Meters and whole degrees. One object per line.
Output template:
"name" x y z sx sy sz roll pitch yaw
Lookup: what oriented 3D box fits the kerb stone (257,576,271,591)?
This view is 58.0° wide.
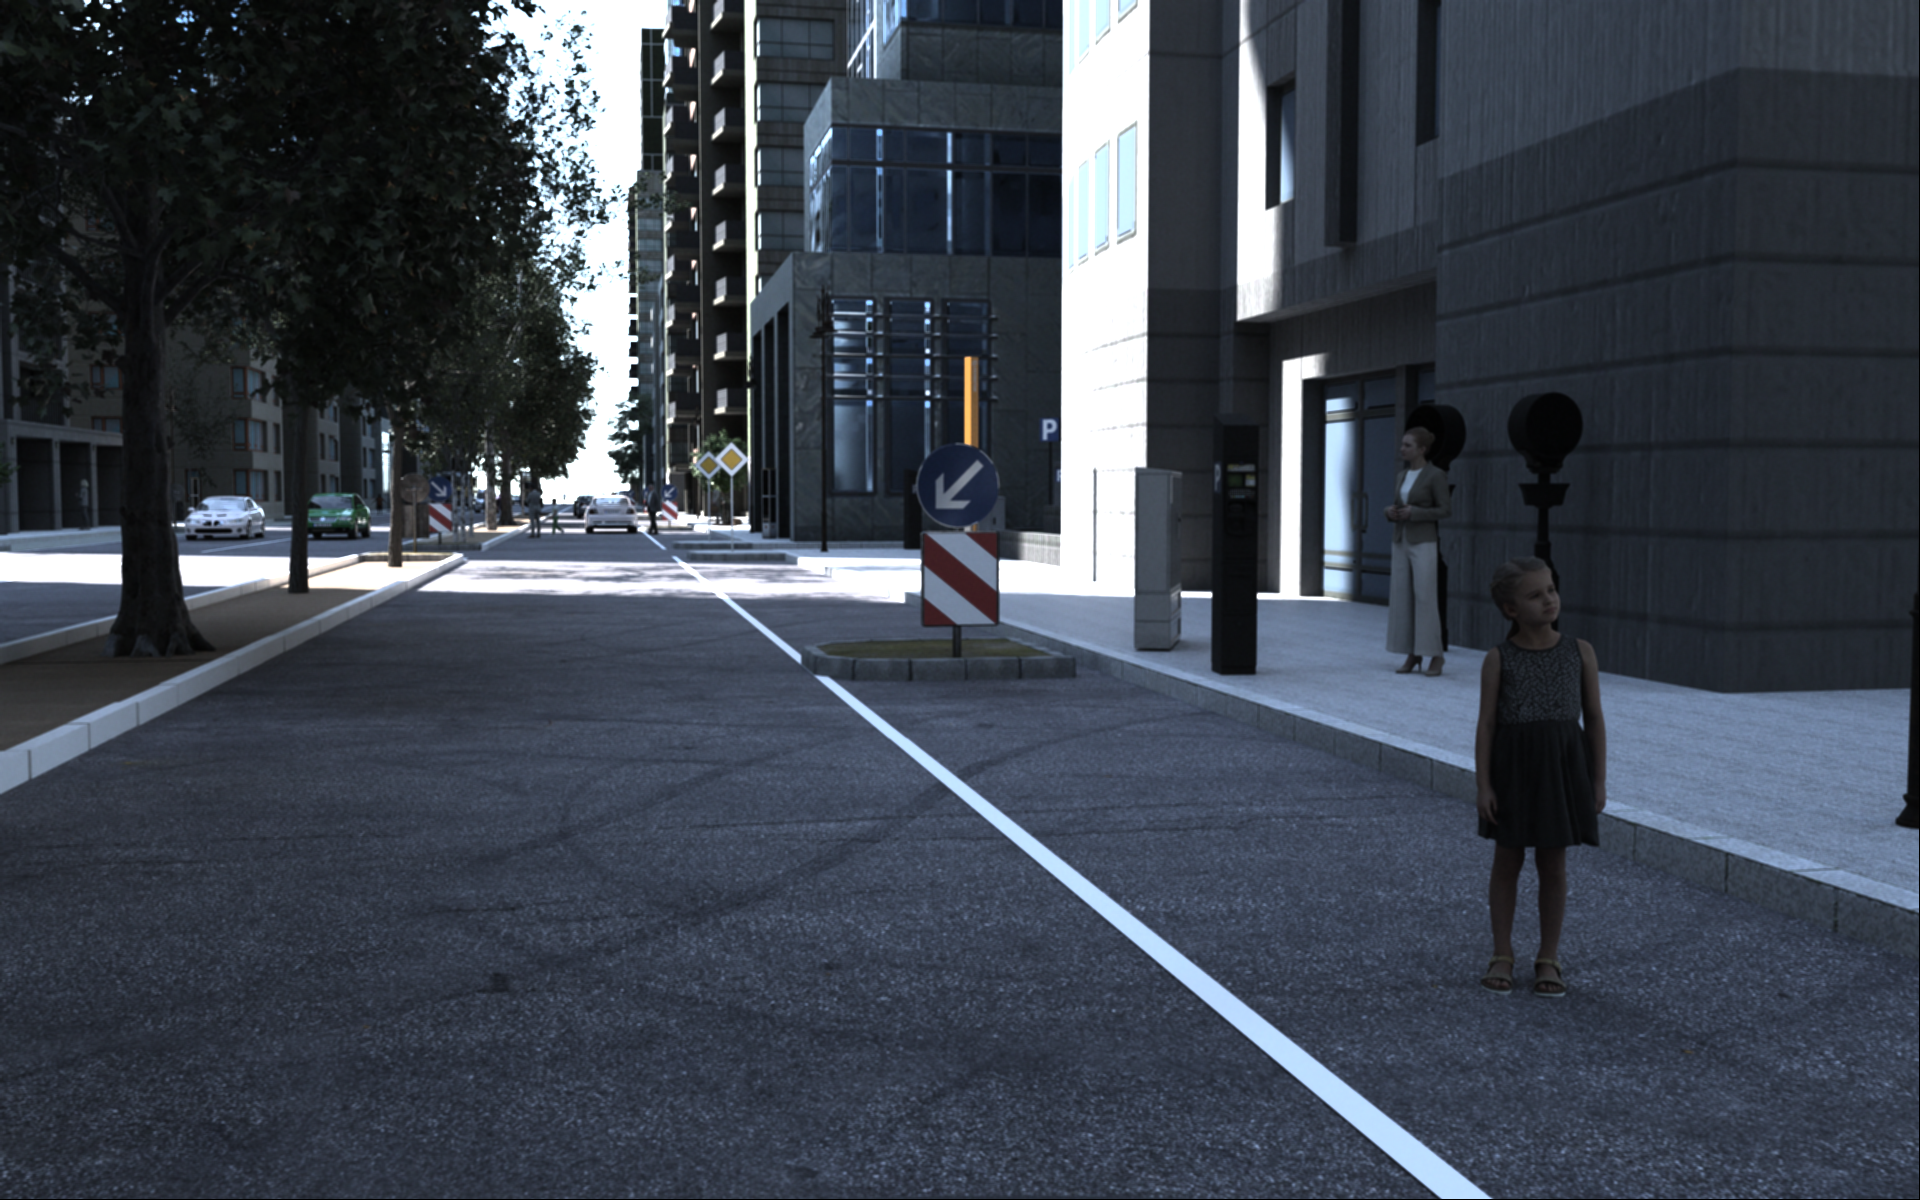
"kerb stone" -10.460 -0.219 25.812 0.120 0.150 1.000 -1 4 -12

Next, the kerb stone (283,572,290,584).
"kerb stone" -10.878 -0.344 27.818 0.120 0.150 1.000 -1 4 -12

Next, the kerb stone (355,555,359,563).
"kerb stone" -12.560 -0.835 35.855 0.120 0.150 1.000 -1 4 -12

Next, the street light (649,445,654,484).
"street light" -29.021 -11.640 163.102 0.468 5.910 1.993 -1 4 -12

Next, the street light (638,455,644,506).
"street light" -39.447 -14.679 212.792 0.468 5.910 1.993 -1 4 -12

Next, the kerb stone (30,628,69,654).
"kerb stone" -8.359 0.394 15.780 0.120 0.150 1.000 -1 4 -12

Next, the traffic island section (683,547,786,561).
"traffic island section" -5.016 -0.991 38.492 2.009 0.180 2.903 -1 4 -12

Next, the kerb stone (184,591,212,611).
"kerb stone" -9.618 0.024 21.803 0.120 0.150 1.000 -1 4 -12

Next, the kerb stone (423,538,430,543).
"kerb stone" -15.616 -1.726 50.440 0.120 0.150 1.000 -1 4 -12

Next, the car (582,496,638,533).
"car" -13.040 -3.197 64.639 2.083 1.381 4.827 -1 4 -13

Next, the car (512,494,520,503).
"car" -62.404 -14.169 243.657 2.014 1.417 4.499 -1 4 -10

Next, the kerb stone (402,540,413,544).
"kerb stone" -14.784 -1.478 46.438 0.120 0.150 1.000 -1 4 -12

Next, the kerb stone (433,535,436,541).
"kerb stone" -16.040 -1.845 52.440 0.120 0.150 1.000 -1 4 -12

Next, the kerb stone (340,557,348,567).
"kerb stone" -12.138 -0.713 33.850 0.120 0.150 1.000 -1 4 -12

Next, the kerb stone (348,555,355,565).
"kerb stone" -12.352 -0.774 34.850 0.120 0.150 1.000 -1 4 -12

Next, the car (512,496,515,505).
"car" -59.413 -13.162 227.004 2.131 1.459 4.920 -1 4 -13

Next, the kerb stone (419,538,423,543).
"kerb stone" -15.206 -1.604 48.437 0.120 0.150 1.000 -1 4 -12

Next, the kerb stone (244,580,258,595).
"kerb stone" -10.254 -0.160 24.811 0.120 0.150 1.000 -1 4 -12

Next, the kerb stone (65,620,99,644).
"kerb stone" -8.570 0.331 16.780 0.120 0.150 1.000 -1 4 -12

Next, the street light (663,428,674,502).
"street light" -19.962 -8.960 119.285 0.468 5.910 1.993 -1 4 -12

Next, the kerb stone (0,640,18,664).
"kerb stone" -8.142 0.453 14.781 0.120 0.150 1.000 -1 4 -12

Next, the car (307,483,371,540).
"car" -20.139 -2.872 55.761 1.959 1.807 4.718 -1 4 -11

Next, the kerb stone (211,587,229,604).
"kerb stone" -9.831 -0.037 22.803 0.120 0.150 1.000 -1 4 -12

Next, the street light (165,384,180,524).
"street light" -33.303 -6.143 73.233 0.468 5.910 1.993 -1 4 -12

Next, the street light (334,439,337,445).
"street light" -42.361 -8.833 117.204 0.468 5.910 1.993 -1 4 -12

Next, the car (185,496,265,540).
"car" -23.517 -2.639 55.517 2.083 1.381 4.827 -1 4 -13

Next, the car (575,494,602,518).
"car" -21.944 -5.584 103.305 2.014 1.417 4.499 -1 4 -13

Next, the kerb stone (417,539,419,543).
"kerb stone" -14.992 -1.540 47.438 0.120 0.150 1.000 -1 4 -12

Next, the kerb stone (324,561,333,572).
"kerb stone" -11.718 -0.590 31.835 0.120 0.150 1.000 -1 4 -12

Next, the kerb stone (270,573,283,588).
"kerb stone" -10.670 -0.283 26.817 0.120 0.150 1.000 -1 4 -12

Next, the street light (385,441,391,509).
"street light" -48.897 -10.726 148.150 0.468 5.910 1.993 -1 4 -12

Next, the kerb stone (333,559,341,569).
"kerb stone" -11.929 -0.651 32.840 0.120 0.150 1.000 -1 4 -12

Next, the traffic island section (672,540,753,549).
"traffic island section" -6.654 -1.470 46.308 2.009 0.180 2.903 -1 4 -12

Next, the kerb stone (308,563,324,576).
"kerb stone" -11.512 -0.527 30.834 0.120 0.150 1.000 -1 4 -12

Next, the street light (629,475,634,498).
"street light" -52.674 -18.555 276.159 0.468 5.910 1.993 -1 4 -12

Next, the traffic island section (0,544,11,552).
"traffic island section" -24.706 -1.239 42.543 2.009 0.180 2.903 -1 4 -12

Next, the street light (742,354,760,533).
"street light" -6.879 -5.158 57.115 0.468 5.910 1.993 -1 4 -12

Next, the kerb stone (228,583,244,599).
"kerb stone" -10.047 -0.098 23.802 0.120 0.150 1.000 -1 4 -12

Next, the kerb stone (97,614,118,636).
"kerb stone" -8.778 0.271 17.785 0.120 0.150 1.000 -1 4 -12

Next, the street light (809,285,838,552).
"street light" -3.025 -4.014 38.423 0.468 5.910 1.993 -1 4 -12

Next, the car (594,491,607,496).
"car" -51.584 -14.649 248.188 2.281 1.827 5.304 -1 4 -12

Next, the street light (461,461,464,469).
"street light" -66.117 -15.732 230.012 0.468 5.910 1.993 -1 4 -12

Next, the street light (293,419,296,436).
"street light" -39.763 -8.037 104.195 0.468 5.910 1.993 -1 4 -12

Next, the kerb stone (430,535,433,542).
"kerb stone" -15.825 -1.786 51.440 0.120 0.150 1.000 -1 4 -12

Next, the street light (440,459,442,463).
"street light" -59.628 -13.836 199.007 0.468 5.910 1.993 -1 4 -12

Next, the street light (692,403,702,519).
"street light" -13.359 -7.051 88.074 0.468 5.910 1.993 -1 4 -12

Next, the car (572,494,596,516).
"car" -24.654 -6.297 114.746 2.131 1.459 4.920 -1 4 -11
